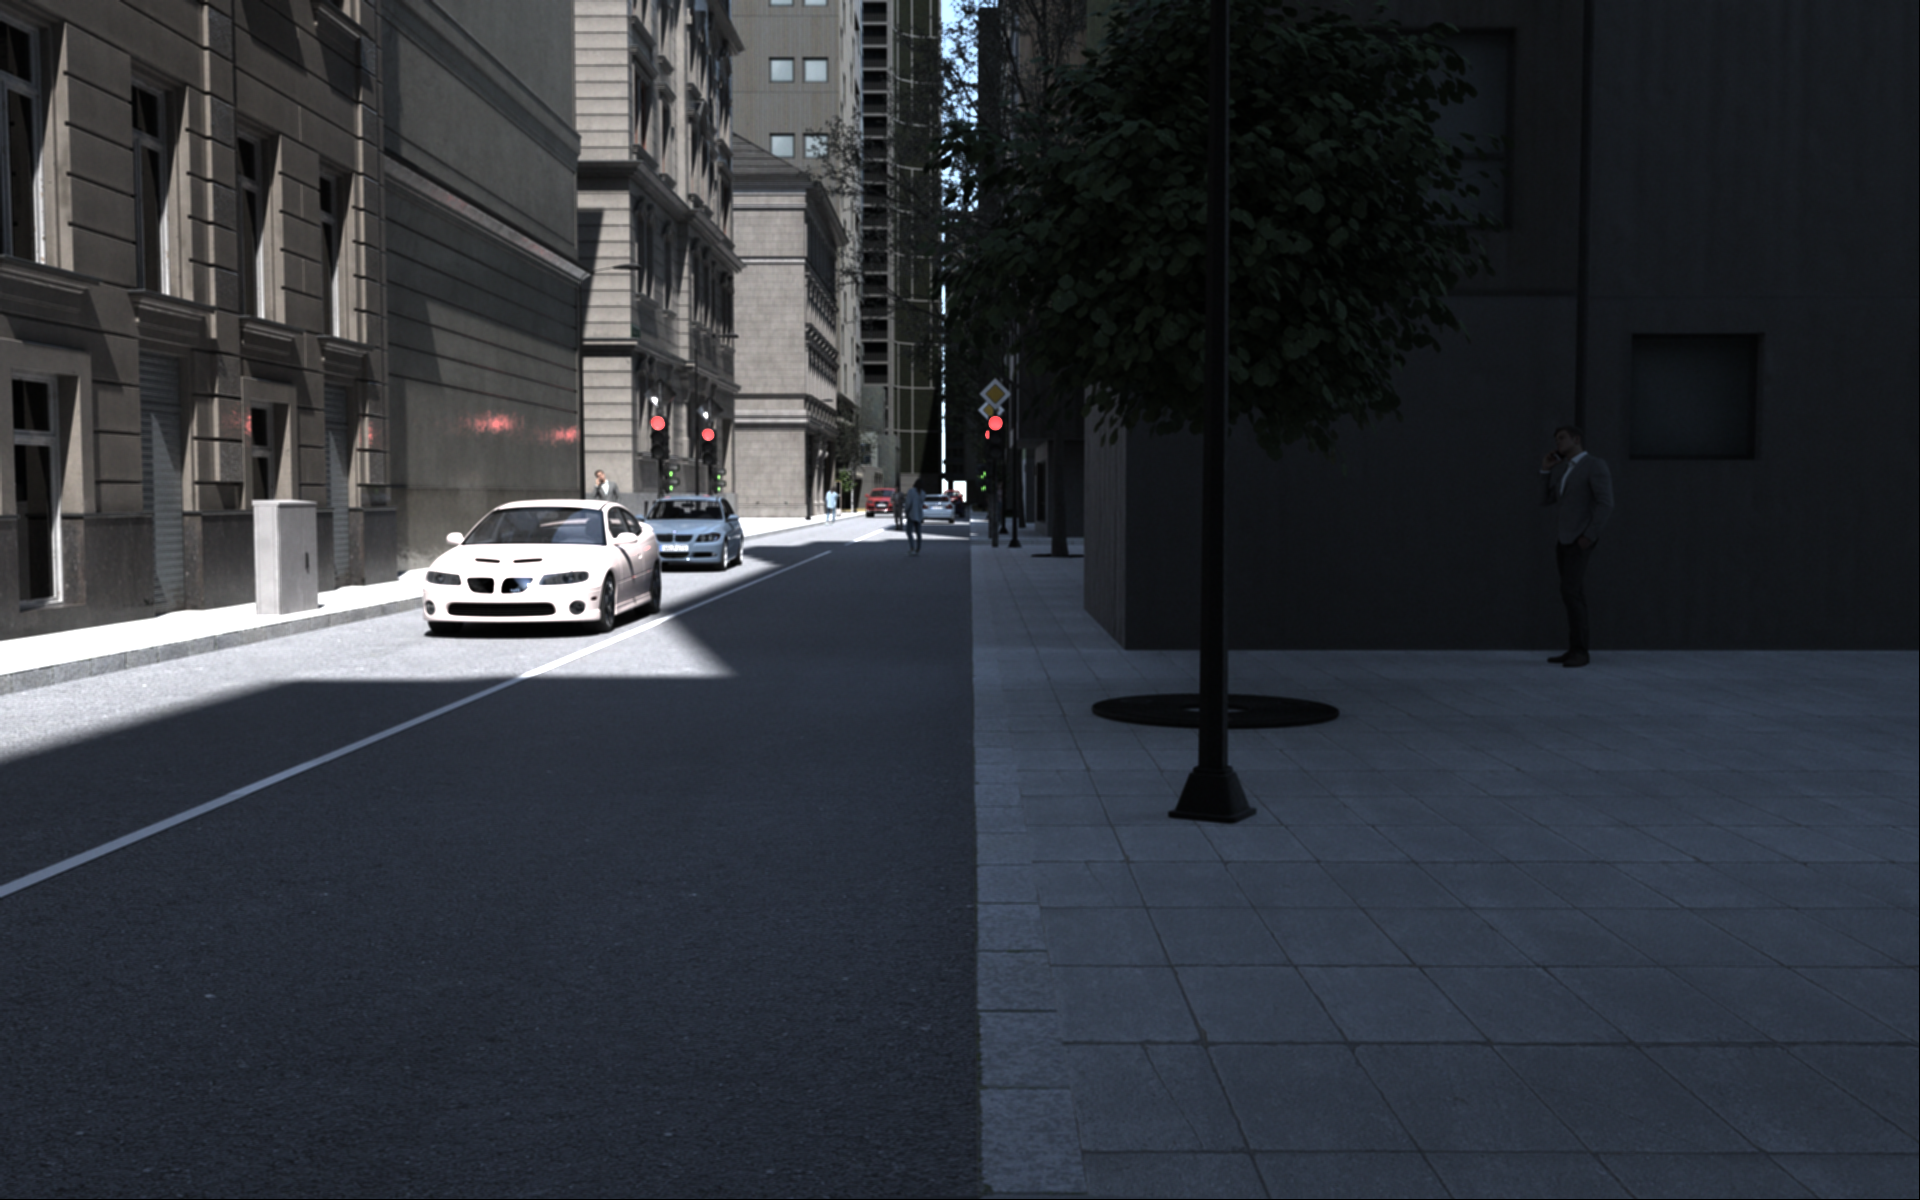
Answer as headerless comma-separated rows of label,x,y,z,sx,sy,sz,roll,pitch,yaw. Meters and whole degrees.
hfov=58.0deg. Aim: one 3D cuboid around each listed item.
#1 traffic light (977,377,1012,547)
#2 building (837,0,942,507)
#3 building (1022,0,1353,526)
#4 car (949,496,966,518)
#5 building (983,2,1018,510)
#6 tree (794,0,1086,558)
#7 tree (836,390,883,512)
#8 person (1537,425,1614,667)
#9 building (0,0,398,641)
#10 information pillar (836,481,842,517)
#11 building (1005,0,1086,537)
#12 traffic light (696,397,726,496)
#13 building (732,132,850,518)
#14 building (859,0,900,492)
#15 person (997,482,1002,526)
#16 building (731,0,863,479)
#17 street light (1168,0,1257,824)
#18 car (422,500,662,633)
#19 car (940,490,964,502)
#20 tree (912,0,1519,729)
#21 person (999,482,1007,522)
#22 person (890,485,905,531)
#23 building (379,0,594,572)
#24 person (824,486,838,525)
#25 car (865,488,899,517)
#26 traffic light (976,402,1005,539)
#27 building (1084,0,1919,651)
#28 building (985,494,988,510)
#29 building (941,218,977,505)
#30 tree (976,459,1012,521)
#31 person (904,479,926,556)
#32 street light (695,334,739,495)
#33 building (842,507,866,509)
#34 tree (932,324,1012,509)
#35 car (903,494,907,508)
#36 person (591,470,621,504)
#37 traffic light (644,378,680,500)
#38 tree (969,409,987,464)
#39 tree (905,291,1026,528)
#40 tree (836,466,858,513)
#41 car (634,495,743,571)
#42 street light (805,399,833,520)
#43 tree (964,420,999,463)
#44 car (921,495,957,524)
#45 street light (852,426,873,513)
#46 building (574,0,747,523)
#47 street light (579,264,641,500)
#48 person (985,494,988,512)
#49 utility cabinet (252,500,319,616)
traffic light,0.834,-3.238,41.867,0.839,4.253,0.868,0,4,0
building,-12.655,-47.676,217.760,20.611,71.187,20.563,0,4,0
building,9.982,-24.411,82.707,14.154,41.232,14.086,0,4,0
car,-0.599,-5.725,106.182,1.945,1.354,3.894,0,4,2
building,12.385,-33.255,167.419,21.300,48.544,21.600,0,4,0
tree,1.905,-7.613,34.849,12.009,13.543,11.850,0,3,0
tree,-7.602,-10.545,122.771,4.360,8.622,3.978,0,3,0
person,4.611,-0.417,13.037,0.473,1.802,0.592,0,4,5
building,-13.993,-13.172,12.624,12.463,27.353,25.104,0,4,0
information pillar,-6.838,-5.691,97.544,0.304,2.012,0.304,0,4,2
building,8.578,-17.239,53.565,14.107,30.474,14.160,0,4,0
traffic light,-7.182,-3.729,49.882,0.839,4.253,0.868,0,4,0
building,-12.568,-14.801,92.909,10.553,20.767,40.483,0,4,0
building,-22.508,-53.526,187.817,31.000,86.520,22.319,0,4,0
person,1.555,-3.873,69.953,0.643,1.750,0.593,-3,5,-41
building,-22.031,-33.583,138.328,28.713,52.752,27.495,0,4,0
street light,0.468,-2.092,6.751,1.470,5.913,1.316,0,4,0
car,-4.539,-0.429,19.378,2.083,1.381,4.827,0,3,0
car,-0.747,-9.377,161.991,2.281,1.827,5.304,0,4,-1
tree,1.565,-1.607,9.984,4.285,4.588,4.351,0,3,0
person,1.866,-4.524,79.977,0.573,1.828,0.580,0,4,8
person,-2.473,-3.628,68.014,0.606,1.804,0.583,0,4,7
building,-23.413,-12.283,34.117,30.059,22.955,16.112,0,4,0
person,-5.921,-4.332,79.601,0.793,1.790,0.793,-2,4,-34
car,-4.734,-6.068,107.882,2.281,1.827,5.304,0,4,1
traffic light,0.879,-3.727,49.852,0.839,4.253,0.868,0,4,0
building,8.410,-20.560,19.759,14.154,41.232,14.086,0,4,0
building,12.449,-43.267,145.661,20.563,71.187,20.611,0,4,0
building,9.674,-32.517,223.538,23.993,40.220,32.217,0,4,0
tree,1.722,-5.398,82.852,1.663,3.219,1.824,0,3,0
person,-1.046,-1.929,40.303,0.793,1.790,0.793,1,4,18
street light,-7.103,-4.754,50.264,1.470,5.913,1.316,0,4,0
building,-17.736,-44.269,162.045,20.563,71.187,20.611,0,4,0
tree,2.433,-10.535,98.006,9.928,11.665,9.643,0,3,0
car,-4.795,-8.970,156.444,2.009,1.686,4.222,0,4,0
person,-7.684,-1.923,37.662,0.592,1.802,0.473,0,4,8
traffic light,-7.227,-3.240,41.897,0.839,4.253,0.868,0,4,0
tree,2.559,-11.259,134.447,4.737,8.622,4.395,0,3,0
tree,2.314,-8.039,65.847,8.767,10.594,7.601,-1,4,-12
tree,-7.690,-7.483,116.943,1.663,3.219,1.824,0,3,0
car,-5.248,-1.327,33.697,2.014,1.417,4.499,0,4,-1
street light,-6.897,-6.866,84.794,1.470,5.913,1.316,0,4,0
tree,2.666,-10.902,128.612,4.360,8.622,3.978,0,3,0
car,-1.155,-4.470,85.088,2.014,1.417,4.499,0,4,-1
street light,-6.675,-8.957,118.984,1.470,5.913,1.316,0,4,0
building,-15.574,-16.714,60.662,14.401,28.519,23.554,0,4,0
street light,-7.119,-3.824,35.062,1.470,5.913,1.316,0,4,0
person,1.963,-6.826,122.321,0.373,1.253,0.362,0,4,-1
utility cabinet,-7.287,-0.465,18.761,0.306,1.237,1.020,0,4,1
